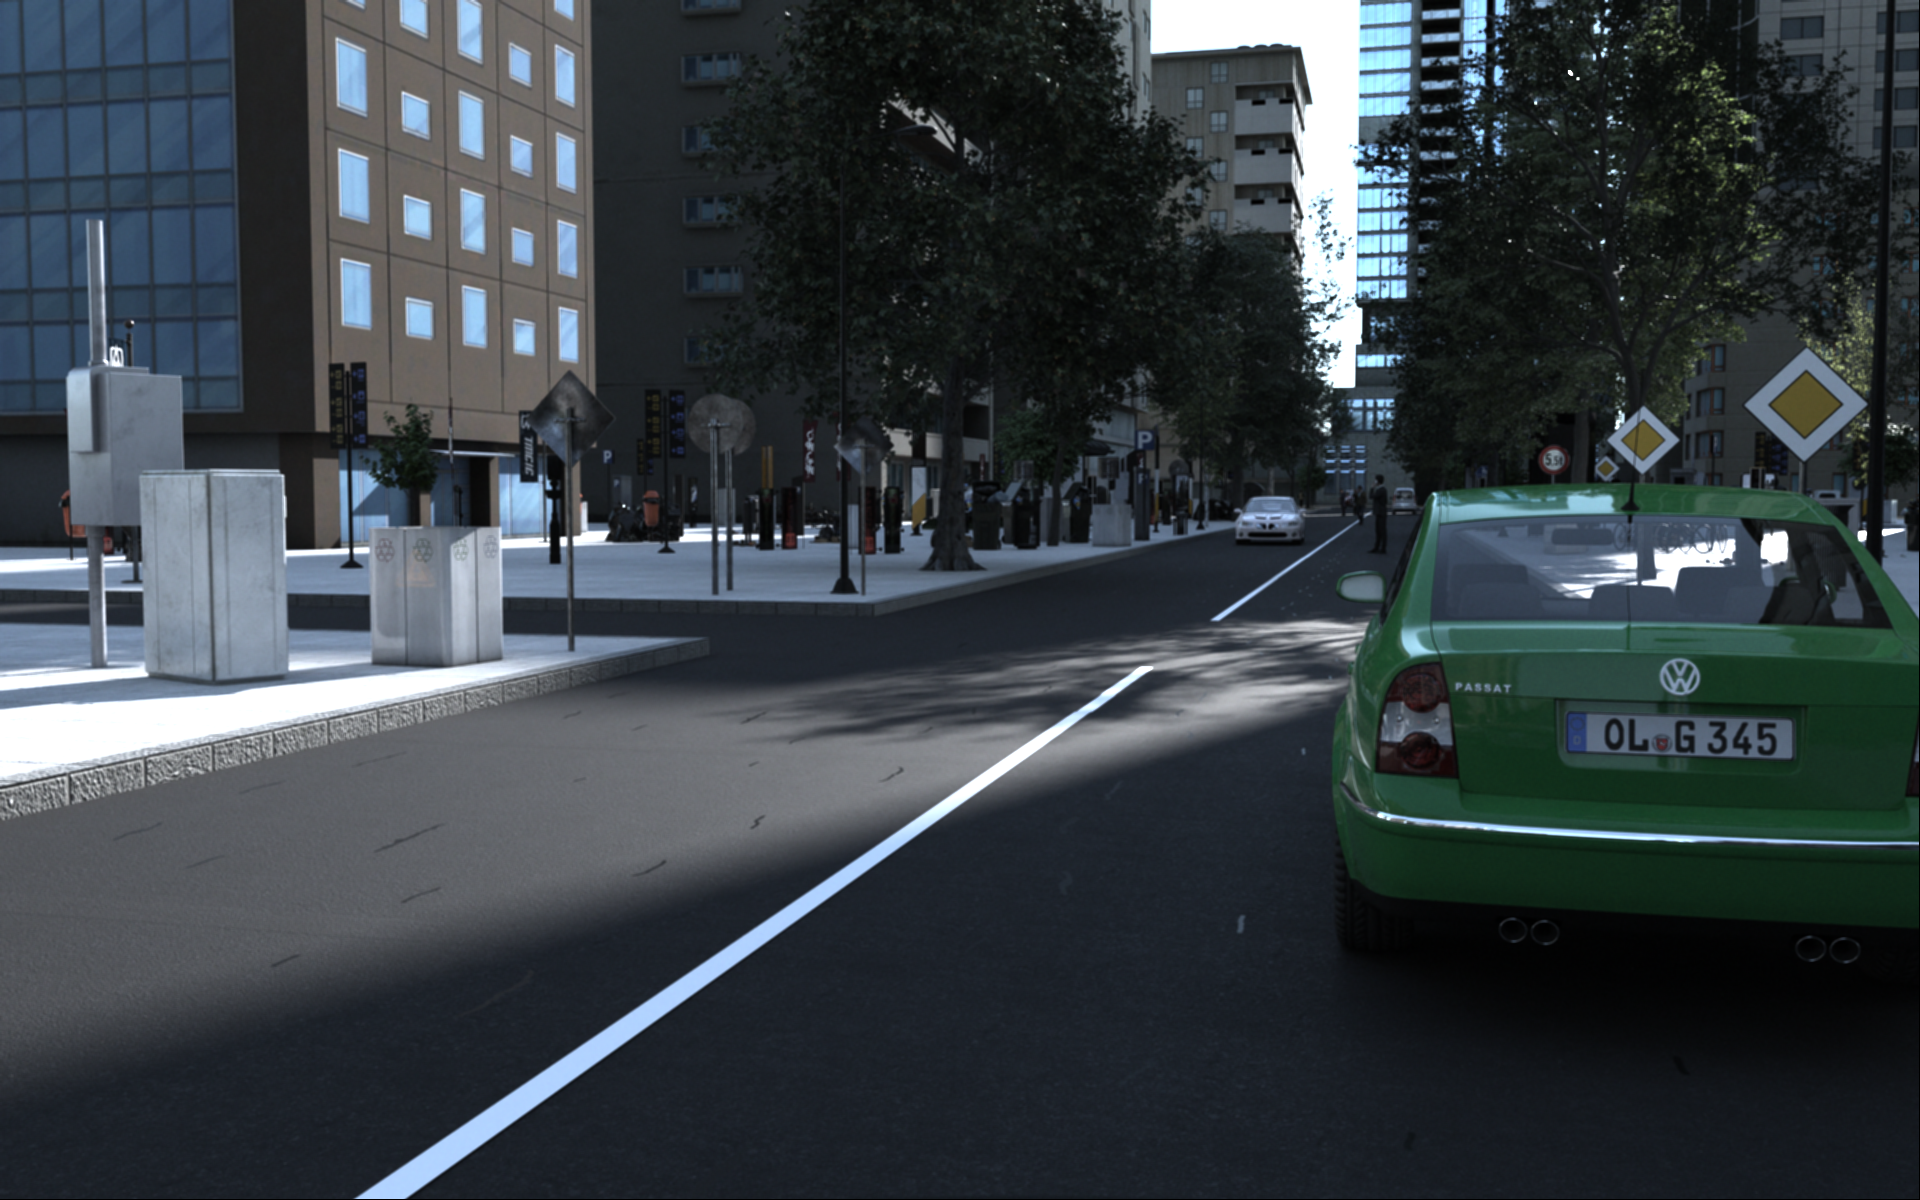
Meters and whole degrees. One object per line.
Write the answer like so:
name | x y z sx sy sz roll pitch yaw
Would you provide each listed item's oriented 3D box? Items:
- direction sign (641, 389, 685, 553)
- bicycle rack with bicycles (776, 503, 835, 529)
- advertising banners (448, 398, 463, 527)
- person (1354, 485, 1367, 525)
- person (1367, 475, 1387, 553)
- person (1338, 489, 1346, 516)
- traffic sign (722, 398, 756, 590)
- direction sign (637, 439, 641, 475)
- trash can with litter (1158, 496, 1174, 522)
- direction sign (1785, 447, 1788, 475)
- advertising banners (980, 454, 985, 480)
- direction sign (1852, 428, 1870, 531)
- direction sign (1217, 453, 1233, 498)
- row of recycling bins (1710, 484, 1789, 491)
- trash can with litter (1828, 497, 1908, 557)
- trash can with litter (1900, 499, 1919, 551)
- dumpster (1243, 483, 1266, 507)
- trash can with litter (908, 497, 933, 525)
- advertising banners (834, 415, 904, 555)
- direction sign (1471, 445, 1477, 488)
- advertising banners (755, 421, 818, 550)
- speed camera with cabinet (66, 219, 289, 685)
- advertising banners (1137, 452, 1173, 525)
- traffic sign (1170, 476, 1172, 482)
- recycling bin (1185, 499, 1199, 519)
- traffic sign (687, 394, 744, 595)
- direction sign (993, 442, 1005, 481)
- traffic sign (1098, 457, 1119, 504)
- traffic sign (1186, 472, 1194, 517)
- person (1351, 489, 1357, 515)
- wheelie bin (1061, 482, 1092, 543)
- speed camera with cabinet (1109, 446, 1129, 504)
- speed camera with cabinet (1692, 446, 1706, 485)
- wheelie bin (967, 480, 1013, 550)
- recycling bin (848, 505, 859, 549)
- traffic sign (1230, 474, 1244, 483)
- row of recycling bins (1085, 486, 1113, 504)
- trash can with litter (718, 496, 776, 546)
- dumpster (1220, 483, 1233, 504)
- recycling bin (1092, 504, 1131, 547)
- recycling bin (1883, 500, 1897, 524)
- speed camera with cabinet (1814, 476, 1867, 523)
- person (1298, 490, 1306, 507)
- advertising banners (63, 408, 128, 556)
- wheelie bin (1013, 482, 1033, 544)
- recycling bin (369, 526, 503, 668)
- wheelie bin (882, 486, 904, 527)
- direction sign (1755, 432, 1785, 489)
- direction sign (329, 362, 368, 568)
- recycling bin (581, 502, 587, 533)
direction sign | -6.404 -2.794 37.683 0.876 3.537 0.379 -2 4 -25
bicycle rack with bicycles | -6.385 -3.429 69.440 2.925 0.926 2.852 0 4 -4
advertising banners | -9.025 -2.128 30.977 0.090 3.025 2.074 -1 4 -20
person | 18.763 -4.450 81.164 0.656 1.842 0.836 1 4 21
person | 10.100 -2.081 41.887 0.474 1.900 0.648 1 4 12
person | 24.868 -6.354 112.830 0.568 1.767 0.683 -1 4 -19
traffic sign | -3.072 -1.403 23.037 0.768 2.556 0.104 1 4 20
direction sign | -12.953 -4.850 71.289 0.379 3.537 0.876 2 4 35
trash can with litter | 9.748 -4.231 80.226 1.678 1.210 2.233 2 4 33
direction sign | 34.329 -4.947 72.877 0.876 3.537 0.379 2 4 33
advertising banners | 0.660 -4.913 76.512 0.090 3.025 2.074 -2 4 -24
direction sign | 30.975 -4.124 59.428 0.876 3.537 0.379 -1 4 -17
direction sign | 13.653 -5.938 89.078 0.876 3.537 0.379 1 4 18
row of recycling bins | 33.758 -4.120 74.469 3.534 1.692 1.069 0 4 2
trash can with litter | 18.335 -1.514 35.806 1.678 1.210 2.233 -3 5 -42
trash can with litter | 21.748 -1.680 38.863 1.055 1.170 0.624 0 4 4
dumpster | 14.924 -5.061 88.501 1.264 1.857 1.865 1 4 14
trash can with litter | -1.011 -3.756 72.461 2.233 1.210 1.678 0 4 4
advertising banners | -1.947 -2.480 36.728 0.090 3.025 2.074 3 5 43
direction sign | 23.626 -5.363 79.682 0.379 3.537 0.876 2 4 32
advertising banners | -3.982 -2.688 40.140 0.090 3.025 2.074 3 4 38
speed camera with cabinet | -5.595 -1.100 12.318 2.038 3.252 0.660 3 4 38
advertising banners | 8.100 -4.648 72.189 0.090 3.025 2.074 -3 4 -39
traffic sign | 11.867 -5.796 94.868 0.768 2.556 0.104 1 4 22
recycling bin | 12.052 -4.760 90.384 0.722 1.027 0.722 3 5 41
traffic sign | -3.116 -1.338 21.981 0.768 2.556 0.104 1 4 15
direction sign | 1.624 -4.927 72.549 0.379 3.537 0.876 2 4 34
traffic sign | 4.097 -2.796 47.850 0.606 2.300 0.079 1 4 20
traffic sign | 11.728 -5.475 89.620 0.768 2.556 0.104 1 4 17
person | 27.369 -6.758 119.507 1.217 1.766 0.721 -3 5 -41
wheelie bin | 3.080 -2.303 45.563 0.693 1.594 0.980 -1 4 -17
speed camera with cabinet | 6.602 -4.772 72.350 0.660 3.252 2.038 0 4 -4
speed camera with cabinet | 29.918 -4.651 70.379 0.660 3.252 2.038 2 4 27
wheelie bin | 0.632 -1.948 39.752 0.980 1.594 0.693 0 4 6
recycling bin | -2.405 -1.728 40.811 0.722 1.027 0.722 0 4 5
traffic sign | 14.521 -5.558 90.985 0.768 2.556 0.104 1 4 19
row of recycling bins | 6.607 -4.867 86.687 3.534 1.692 1.069 0 4 -8
trash can with litter | -5.249 -1.966 43.207 1.678 1.210 2.233 -1 4 -17
dumpster | 14.795 -5.399 94.027 1.264 1.857 1.865 1 4 14
recycling bin | 3.732 -1.836 42.568 0.722 1.027 0.722 3 4 38
recycling bin | 40.031 -3.815 74.929 0.722 1.027 0.722 -3 5 -43
speed camera with cabinet | 38.933 -5.029 76.563 2.038 3.252 0.660 1 4 18
person | 34.362 -10.130 174.214 0.705 1.812 1.348 -2 4 -28
advertising banners | -17.983 -2.458 36.382 0.090 3.025 2.074 1 4 16
wheelie bin | 1.464 -2.246 44.638 0.693 1.594 0.980 -2 4 -28
recycling bin | -3.984 -0.039 13.195 0.722 1.027 0.722 1 4 21
wheelie bin | -2.581 -3.648 67.546 0.980 1.594 0.693 -3 5 -44
direction sign | 29.330 -4.338 62.916 0.876 3.537 0.379 2 4 32
direction sign | -10.571 -2.324 29.989 0.876 3.537 0.379 2 4 28
recycling bin | -12.779 -2.723 57.076 0.722 1.027 0.722 2 4 24
